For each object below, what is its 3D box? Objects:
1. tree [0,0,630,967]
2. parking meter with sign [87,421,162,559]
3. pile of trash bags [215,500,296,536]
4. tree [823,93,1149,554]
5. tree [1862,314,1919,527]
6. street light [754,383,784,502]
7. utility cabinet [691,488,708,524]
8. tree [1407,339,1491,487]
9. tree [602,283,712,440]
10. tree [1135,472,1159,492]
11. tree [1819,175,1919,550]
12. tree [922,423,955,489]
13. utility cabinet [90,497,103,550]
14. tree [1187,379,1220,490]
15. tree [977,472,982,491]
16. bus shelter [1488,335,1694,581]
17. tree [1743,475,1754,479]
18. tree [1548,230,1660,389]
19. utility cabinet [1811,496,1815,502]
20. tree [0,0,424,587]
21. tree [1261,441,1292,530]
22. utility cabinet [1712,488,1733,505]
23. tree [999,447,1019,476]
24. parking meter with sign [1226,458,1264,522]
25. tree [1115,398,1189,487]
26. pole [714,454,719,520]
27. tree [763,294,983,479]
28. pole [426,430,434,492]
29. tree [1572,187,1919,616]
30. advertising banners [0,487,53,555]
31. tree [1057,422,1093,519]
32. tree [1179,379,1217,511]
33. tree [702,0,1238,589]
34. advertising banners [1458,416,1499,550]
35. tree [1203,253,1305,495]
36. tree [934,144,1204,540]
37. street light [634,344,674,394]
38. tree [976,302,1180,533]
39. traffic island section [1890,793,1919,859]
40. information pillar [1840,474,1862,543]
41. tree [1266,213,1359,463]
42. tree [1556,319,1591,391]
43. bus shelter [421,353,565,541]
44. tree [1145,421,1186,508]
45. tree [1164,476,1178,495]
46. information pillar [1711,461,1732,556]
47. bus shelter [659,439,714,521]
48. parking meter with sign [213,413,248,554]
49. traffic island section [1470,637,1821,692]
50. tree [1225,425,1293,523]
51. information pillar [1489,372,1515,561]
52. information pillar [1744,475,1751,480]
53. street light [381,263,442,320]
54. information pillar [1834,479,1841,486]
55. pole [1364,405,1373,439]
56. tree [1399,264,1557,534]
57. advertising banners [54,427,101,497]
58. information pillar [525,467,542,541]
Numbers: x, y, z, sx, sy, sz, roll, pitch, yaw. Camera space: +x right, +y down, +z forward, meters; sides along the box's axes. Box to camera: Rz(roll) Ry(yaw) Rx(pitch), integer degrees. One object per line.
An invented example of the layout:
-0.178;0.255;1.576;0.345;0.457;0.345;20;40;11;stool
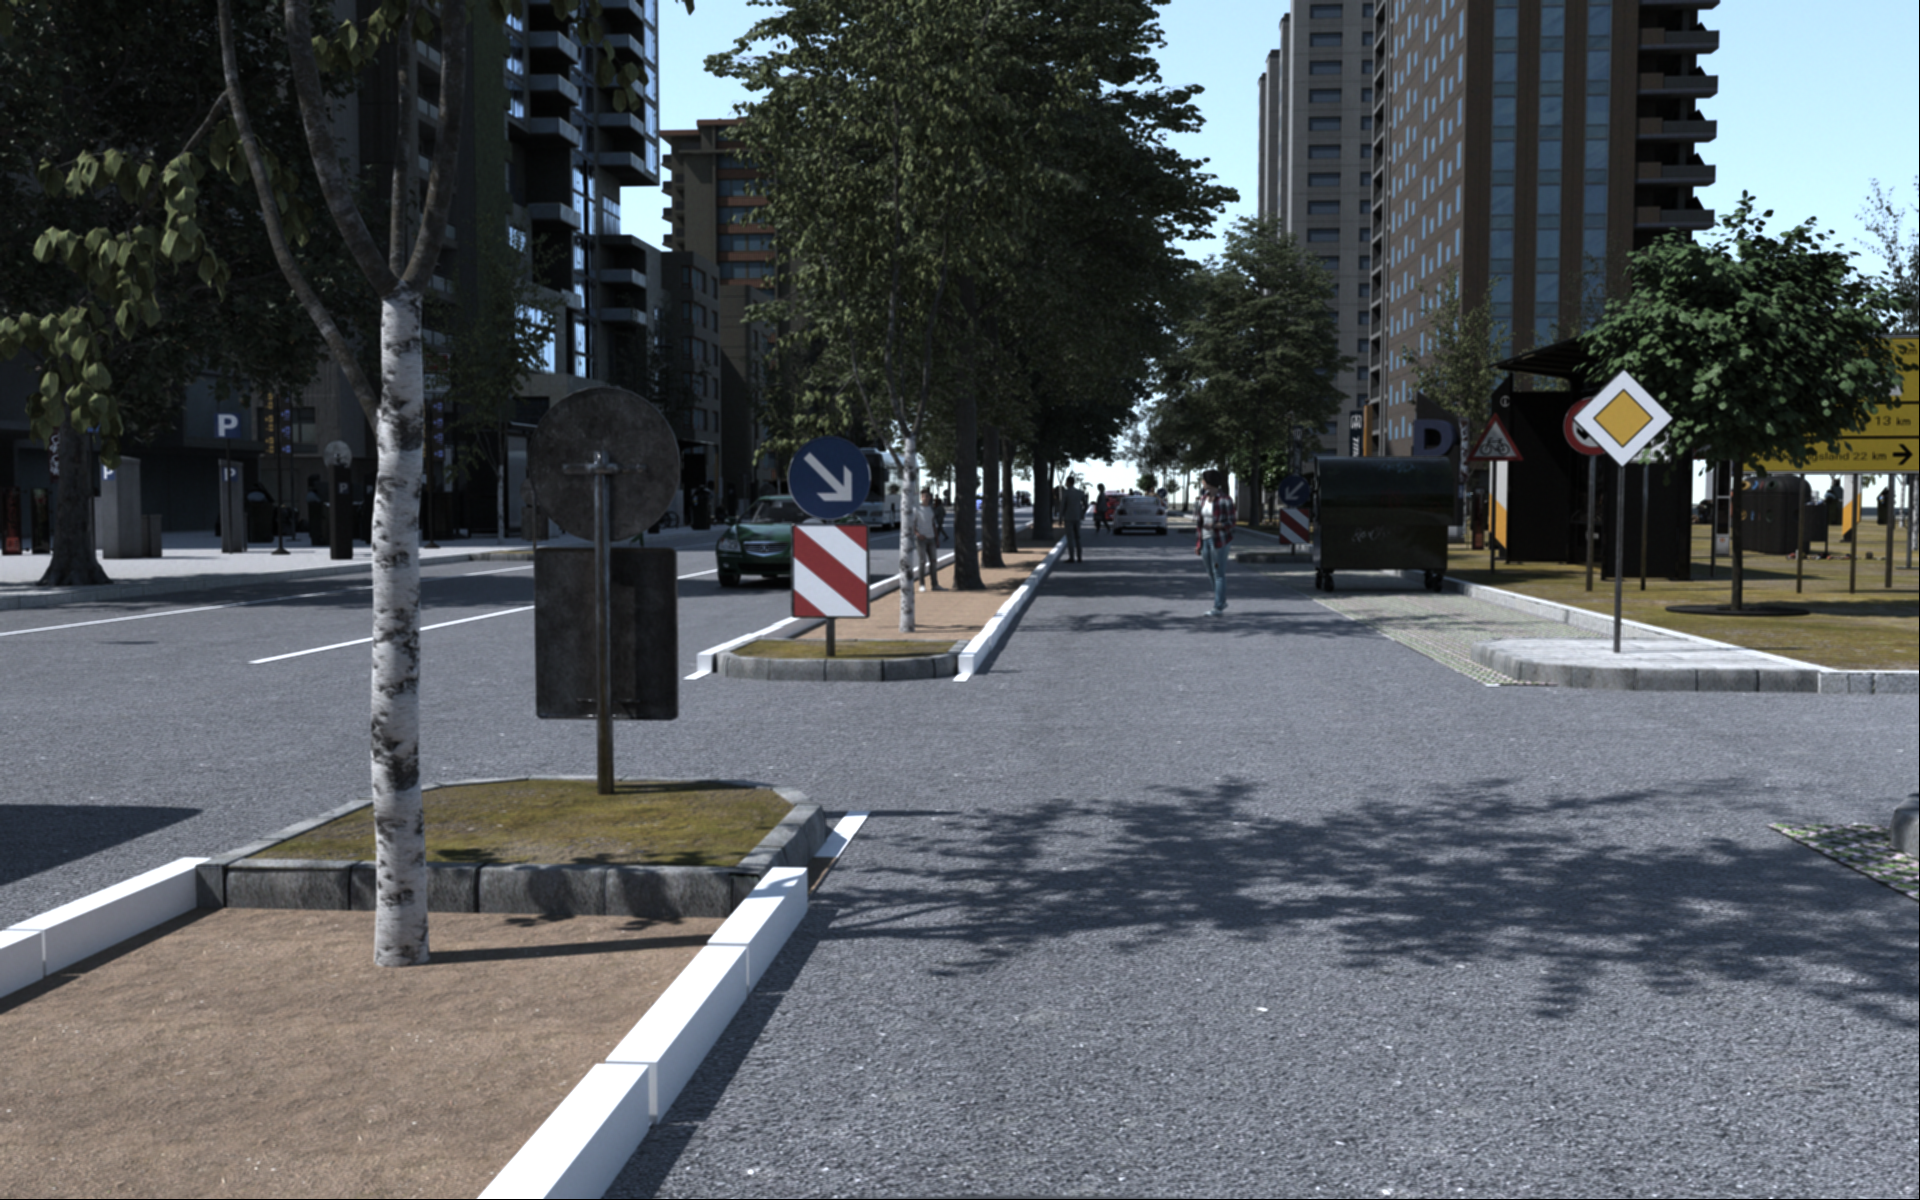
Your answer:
-1.723;-3.207;5.261;4.737;8.622;4.395;0;3;0;tree
-16.630;-2.331;34.375;0.543;3.016;1.738;1;4;14;parking meter with sign
-21.015;-2.664;53.301;3.447;1.369;1.912;-2;4;-35;pile of trash bags
1.087;-6.942;41.710;9.928;11.665;9.643;0;3;0;tree
36.366;-7.117;66.728;4.737;8.622;4.395;0;3;0;tree
-8.089;-6.137;72.886;1.470;5.913;1.316;0;4;5;street light
-11.285;-4.066;75.158;0.318;1.500;1.173;1;4;11;utility cabinet
22.966;-8.012;81.353;4.360;8.622;3.978;0;3;0;tree
-10.827;-6.778;61.175;4.360;8.622;3.978;0;3;0;tree
25.676;-15.458;236.448;4.285;4.588;4.351;0;3;0;tree
21.601;-5.441;39.330;4.360;8.622;3.978;0;3;0;tree
-2.076;-13.223;166.558;4.360;8.622;3.978;0;3;0;tree
-19.656;-1.781;40.273;1.020;1.237;0.306;-3;4;-39;utility cabinet
14.979;-9.234;101.345;4.737;8.622;4.395;0;3;0;tree
0.962;-13.551;205.273;4.285;4.588;4.351;0;3;0;tree
10.247;-2.278;28.527;1.731;3.624;6.357;0;4;4;bus shelter
38.662;-8.224;84.829;4.360;8.622;3.978;0;3;0;tree
18.816;-6.047;49.231;4.360;8.622;3.978;0;3;0;tree
28.700;-2.927;59.017;0.306;1.237;1.020;0;4;-6;utility cabinet
-12.472;-6.561;24.287;9.611;12.733;9.660;0;3;0;tree
11.387;-4.168;62.741;1.663;3.219;1.824;0;3;0;tree
29.958;-3.594;67.442;1.173;1.500;0.318;0;4;3;utility cabinet
3.835;-20.307;242.394;12.009;13.543;11.850;0;3;0;tree
13.242;-5.147;80.407;1.738;3.016;0.543;0;4;3;parking meter with sign
23.895;-18.620;214.802;12.009;13.543;11.850;0;3;0;tree
-12.250;-5.705;87.117;0.158;3.312;0.155;0;3;0;pole
-6.812;-11.732;102.193;12.009;13.543;11.850;0;3;0;tree
-16.787;-3.732;54.860;0.158;3.312;0.155;0;3;0;pole
8.456;-2.146;18.801;4.285;4.588;4.351;0;3;0;tree
-19.951;-2.460;36.413;0.090;3.025;2.074;1;4;18;advertising banners
5.157;-8.250;87.709;4.360;8.622;3.978;0;3;0;tree
17.939;-12.239;134.524;7.601;10.594;8.767;1;4;15;tree
0.175;-6.407;25.340;7.486;12.596;7.792;0;3;0;tree
11.915;-2.661;39.692;2.074;3.025;0.090;-3;5;-44;advertising banners
14.005;-11.283;91.137;9.857;13.997;8.962;0;3;0;tree
2.568;-8.808;53.130;9.857;13.997;8.962;0;3;0;tree
-9.579;-4.978;53.931;1.470;5.913;1.316;0;4;5;street light
3.164;-7.655;62.026;8.767;10.594;7.601;0;4;5;tree
4.690;0.992;6.068;2.009;0.180;2.903;0;4;5;traffic island section
23.582;-3.327;45.754;0.183;3.616;0.504;-2;4;-29;information pillar
12.356;-9.296;70.114;7.486;12.596;7.792;0;3;0;tree
25.450;-7.445;72.085;4.737;8.622;4.395;0;3;0;tree
-13.930;-4.538;51.824;2.179;5.291;8.768;0;4;5;bus shelter
19.210;-12.840;160.303;4.360;8.622;3.978;0;3;0;tree
22.179;-11.404;181.053;1.663;3.219;1.824;0;3;0;tree
15.736;-1.914;35.780;0.304;2.012;0.304;1;4;11;information pillar
-12.408;-5.226;76.728;1.731;3.624;6.357;0;4;5;bus shelter
-15.933;-2.550;37.950;0.543;3.016;1.738;-1;4;-18;parking meter with sign
5.337;0.505;14.027;2.009;0.180;2.903;0;4;5;traffic island section
13.473;-5.717;77.183;4.285;4.588;4.351;0;3;0;tree
10.484;-2.577;33.495;0.183;3.616;0.504;-3;4;-37;information pillar
35.887;-5.354;78.889;0.504;3.616;0.183;-3;4;-38;information pillar
-11.106;-3.819;34.980;1.470;5.913;1.316;0;4;5;street light
42.329;-4.843;83.678;0.304;2.012;0.304;1;4;18;information pillar
9.362;-2.811;39.798;0.158;3.312;0.155;0;3;0;pole
16.032;-6.393;54.888;4.737;8.622;4.395;0;3;0;tree
-22.166;-2.928;44.066;2.074;3.025;0.090;-1;4;-11;advertising banners
-11.652;-2.621;47.347;0.304;2.012;0.304;2;4;30;information pillar
